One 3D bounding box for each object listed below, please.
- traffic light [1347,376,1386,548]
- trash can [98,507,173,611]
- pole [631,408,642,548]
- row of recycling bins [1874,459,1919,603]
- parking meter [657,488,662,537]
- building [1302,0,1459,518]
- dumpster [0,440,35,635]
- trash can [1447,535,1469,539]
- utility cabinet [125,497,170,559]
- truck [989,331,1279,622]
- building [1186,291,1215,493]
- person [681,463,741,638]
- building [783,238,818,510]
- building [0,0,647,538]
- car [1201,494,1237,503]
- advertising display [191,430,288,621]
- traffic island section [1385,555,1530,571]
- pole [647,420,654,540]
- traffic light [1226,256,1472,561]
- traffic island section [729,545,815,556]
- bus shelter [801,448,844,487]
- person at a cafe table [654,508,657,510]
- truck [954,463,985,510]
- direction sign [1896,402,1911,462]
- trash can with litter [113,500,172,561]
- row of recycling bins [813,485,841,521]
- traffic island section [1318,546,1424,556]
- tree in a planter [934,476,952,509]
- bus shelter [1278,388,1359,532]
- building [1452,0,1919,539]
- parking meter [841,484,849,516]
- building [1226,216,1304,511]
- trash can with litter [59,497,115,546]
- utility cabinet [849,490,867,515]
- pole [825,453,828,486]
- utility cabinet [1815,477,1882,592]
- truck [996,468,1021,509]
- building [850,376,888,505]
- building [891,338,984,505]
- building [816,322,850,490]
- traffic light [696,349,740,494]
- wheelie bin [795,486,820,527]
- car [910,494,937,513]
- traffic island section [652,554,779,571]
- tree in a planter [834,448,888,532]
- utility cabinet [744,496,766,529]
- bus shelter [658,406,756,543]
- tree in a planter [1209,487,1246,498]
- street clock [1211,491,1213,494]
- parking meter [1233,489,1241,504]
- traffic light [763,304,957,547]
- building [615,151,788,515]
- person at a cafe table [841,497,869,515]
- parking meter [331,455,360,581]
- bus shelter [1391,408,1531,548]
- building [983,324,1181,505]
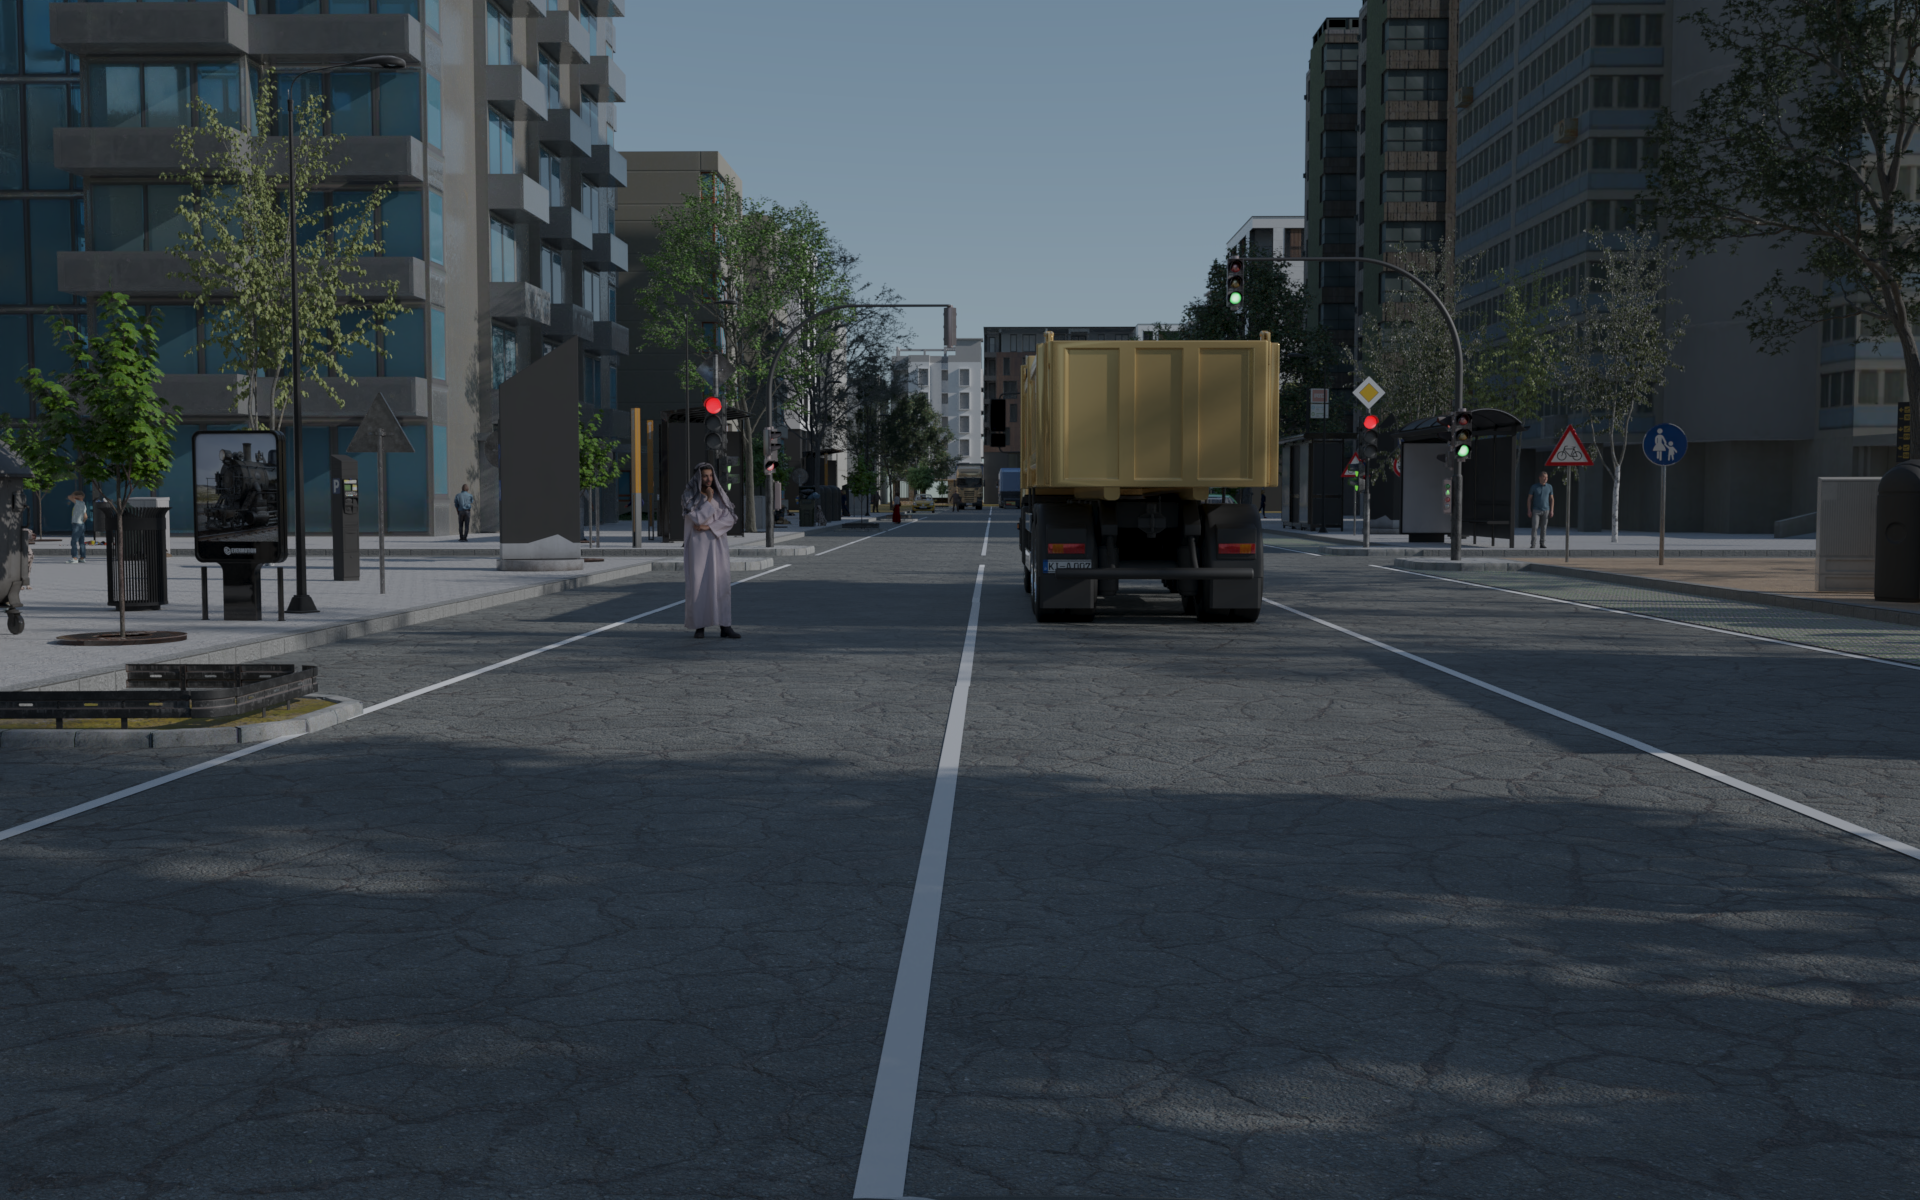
[{"bbox_3d":[9.702,-3.206,41.333,0.839,4.253,0.868,0,4,1],"label":"traffic light"},{"bbox_3d":[-9.087,-0.457,19.118,0.748,1.137,0.748,0,3,0],"label":"trash can"},{"bbox_3d":[-7.705,-2.897,41.212,0.158,3.312,0.155,0,3,0],"label":"pole"},{"bbox_3d":[11.627,-0.749,19.364,1.069,1.692,3.534,-1,4,-10],"label":"row of recycling bins"},{"bbox_3d":[-8.947,-2.678,52.193,0.372,1.533,0.369,0,3,0],"label":"parking meter"},{"bbox_3d":[28.547,-20.629,108.982,14.160,30.474,14.107,0,4,1],"label":"building"},{"bbox_3d":[-9.139,-0.569,15.069,1.264,1.857,1.865,0,4,1],"label":"dumpster"},{"bbox_3d":[14.241,-2.313,49.466,0.748,1.137,0.748,0,3,0],"label":"trash can"},{"bbox_3d":[-16.103,-1.416,34.313,1.020,1.237,0.306,2,4,30],"label":"utility cabinet"},{"bbox_3d":[2.133,-1.655,22.991,3.469,3.379,9.791,0,4,1],"label":"truck"},{"bbox_3d":[29.730,-18.979,166.733,16.016,20.091,11.380,0,4,1],"label":"building"},{"bbox_3d":[-2.516,-0.492,17.214,0.621,1.740,0.551,3,5,44],"label":"person"},{"bbox_3d":[-26.514,-17.732,133.893,27.936,21.610,32.646,0,4,1],"label":"building"},{"bbox_3d":[-25.105,-27.150,63.511,23.786,49.044,30.456,0,4,1],"label":"building"},{"bbox_3d":[6.413,-2.056,45.418,2.131,1.459,4.920,0,4,1],"label":"car"},{"bbox_3d":[-7.277,-0.752,17.517,0.974,1.923,0.123,1,4,10],"label":"advertising display"},{"bbox_3d":[9.587,-0.684,33.463,2.009,0.180,2.903,0,4,1],"label":"traffic island section"},{"bbox_3d":[-8.568,-3.310,47.967,0.158,3.312,0.155,0,3,0],"label":"pole"},{"bbox_3d":[7.454,-3.583,33.249,4.771,5.953,1.251,0,4,1],"label":"traffic light"},{"bbox_3d":[-4.597,-1.189,41.728,2.009,0.180,2.903,0,4,1],"label":"traffic island section"},{"bbox_3d":[-7.266,-6.157,91.945,1.731,3.624,6.357,0,4,1],"label":"bus shelter"},{"bbox_3d":[-10.834,-3.425,66.862,1.698,1.238,1.726,-2,4,-33],"label":"person at a cafe table"},{"bbox_3d":[0.902,-10.446,159.706,2.839,4.237,11.283,0,4,1],"label":"truck"},{"bbox_3d":[23.351,-3.082,42.380,0.379,3.537,0.876,-3,4,-36],"label":"direction sign"},{"bbox_3d":[-15.770,-1.346,33.402,1.055,1.170,0.624,0,4,-2],"label":"trash can with litter"},{"bbox_3d":[-6.403,-4.589,82.146,1.069,1.692,3.534,1,4,13],"label":"row of recycling bins"},{"bbox_3d":[9.742,-1.172,41.446,2.009,0.180,2.903,0,4,1],"label":"traffic island section"},{"bbox_3d":[-1.765,-10.630,171.022,1.991,3.239,1.994,0,4,1],"label":"tree in a planter"},{"bbox_3d":[12.862,-5.238,63.269,2.179,5.291,8.768,0,4,1],"label":"bus shelter"},{"bbox_3d":[32.359,-22.685,62.774,23.993,40.220,32.217,0,4,1],"label":"building"},{"bbox_3d":[-6.569,-5.720,99.231,0.399,1.863,0.255,2,4,34],"label":"parking meter"},{"bbox_3d":[35.656,-18.320,143.502,27.936,21.610,32.646,0,4,1],"label":"building"},{"bbox_3d":[-21.120,-1.968,43.240,2.233,1.210,1.678,1,4,11],"label":"trash can with litter"},{"bbox_3d":[-6.128,-5.795,103.427,1.173,1.500,0.318,0,4,-3],"label":"utility cabinet"},{"bbox_3d":[-6.717,-5.697,86.989,0.158,3.312,0.155,0,3,0],"label":"pole"},{"bbox_3d":[11.730,-0.837,22.366,1.173,1.500,0.318,1,4,17],"label":"utility cabinet"},{"bbox_3d":[5.368,-11.234,173.441,2.967,4.110,18.799,0,4,-1],"label":"truck"},{"bbox_3d":[-25.305,-21.439,216.986,31.486,18.905,16.747,0,4,1],"label":"building"},{"bbox_3d":[-2.761,-22.018,216.413,11.380,20.091,16.016,0,4,1],"label":"building"},{"bbox_3d":[-27.990,-18.979,176.771,31.486,18.905,16.747,0,4,1],"label":"building"},{"bbox_3d":[-4.712,-2.733,33.609,0.839,4.253,0.868,0,4,1],"label":"traffic light"},{"bbox_3d":[-5.973,-3.673,67.959,0.980,1.594,0.693,0,4,-2],"label":"wheelie bin"},{"bbox_3d":[-2.743,-7.364,130.629,2.015,1.641,3.980,0,4,0],"label":"car"},{"bbox_3d":[-4.751,-0.701,33.745,2.009,0.180,2.903,0,4,1],"label":"traffic island section"},{"bbox_3d":[-3.793,-4.248,66.677,1.991,3.239,1.994,0,4,1],"label":"tree in a planter"},{"bbox_3d":[-7.676,-3.218,63.779,1.020,1.237,0.306,1,4,20],"label":"utility cabinet"},{"bbox_3d":[-6.978,-3.491,48.354,1.731,3.624,6.357,0,4,1],"label":"bus shelter"},{"bbox_3d":[10.218,-4.207,66.011,1.991,3.239,1.994,0,4,1],"label":"tree in a planter"},{"bbox_3d":[13.380,-5.351,92.060,0.358,2.002,0.471,-3,5,-44],"label":"street clock"},{"bbox_3d":[14.332,-5.124,89.483,0.399,1.863,0.255,1,4,14],"label":"parking meter"},{"bbox_3d":[-2.464,-4.093,41.587,4.771,5.953,1.251,0,4,1],"label":"traffic light"},{"bbox_3d":[-25.709,-15.731,102.243,27.650,21.520,28.899,0,4,1],"label":"building"},{"bbox_3d":[-6.663,-6.090,110.435,1.726,1.238,1.698,0,4,3],"label":"person at a cafe table"},{"bbox_3d":[-9.082,-1.217,25.602,0.399,1.863,0.255,3,5,43],"label":"parking meter"},{"bbox_3d":[12.396,-3.023,43.350,2.014,3.302,5.546,0,4,1],"label":"bus shelter"},{"bbox_3d":[19.362,-23.100,221.662,32.646,21.610,27.936,0,4,1],"label":"building"}]
